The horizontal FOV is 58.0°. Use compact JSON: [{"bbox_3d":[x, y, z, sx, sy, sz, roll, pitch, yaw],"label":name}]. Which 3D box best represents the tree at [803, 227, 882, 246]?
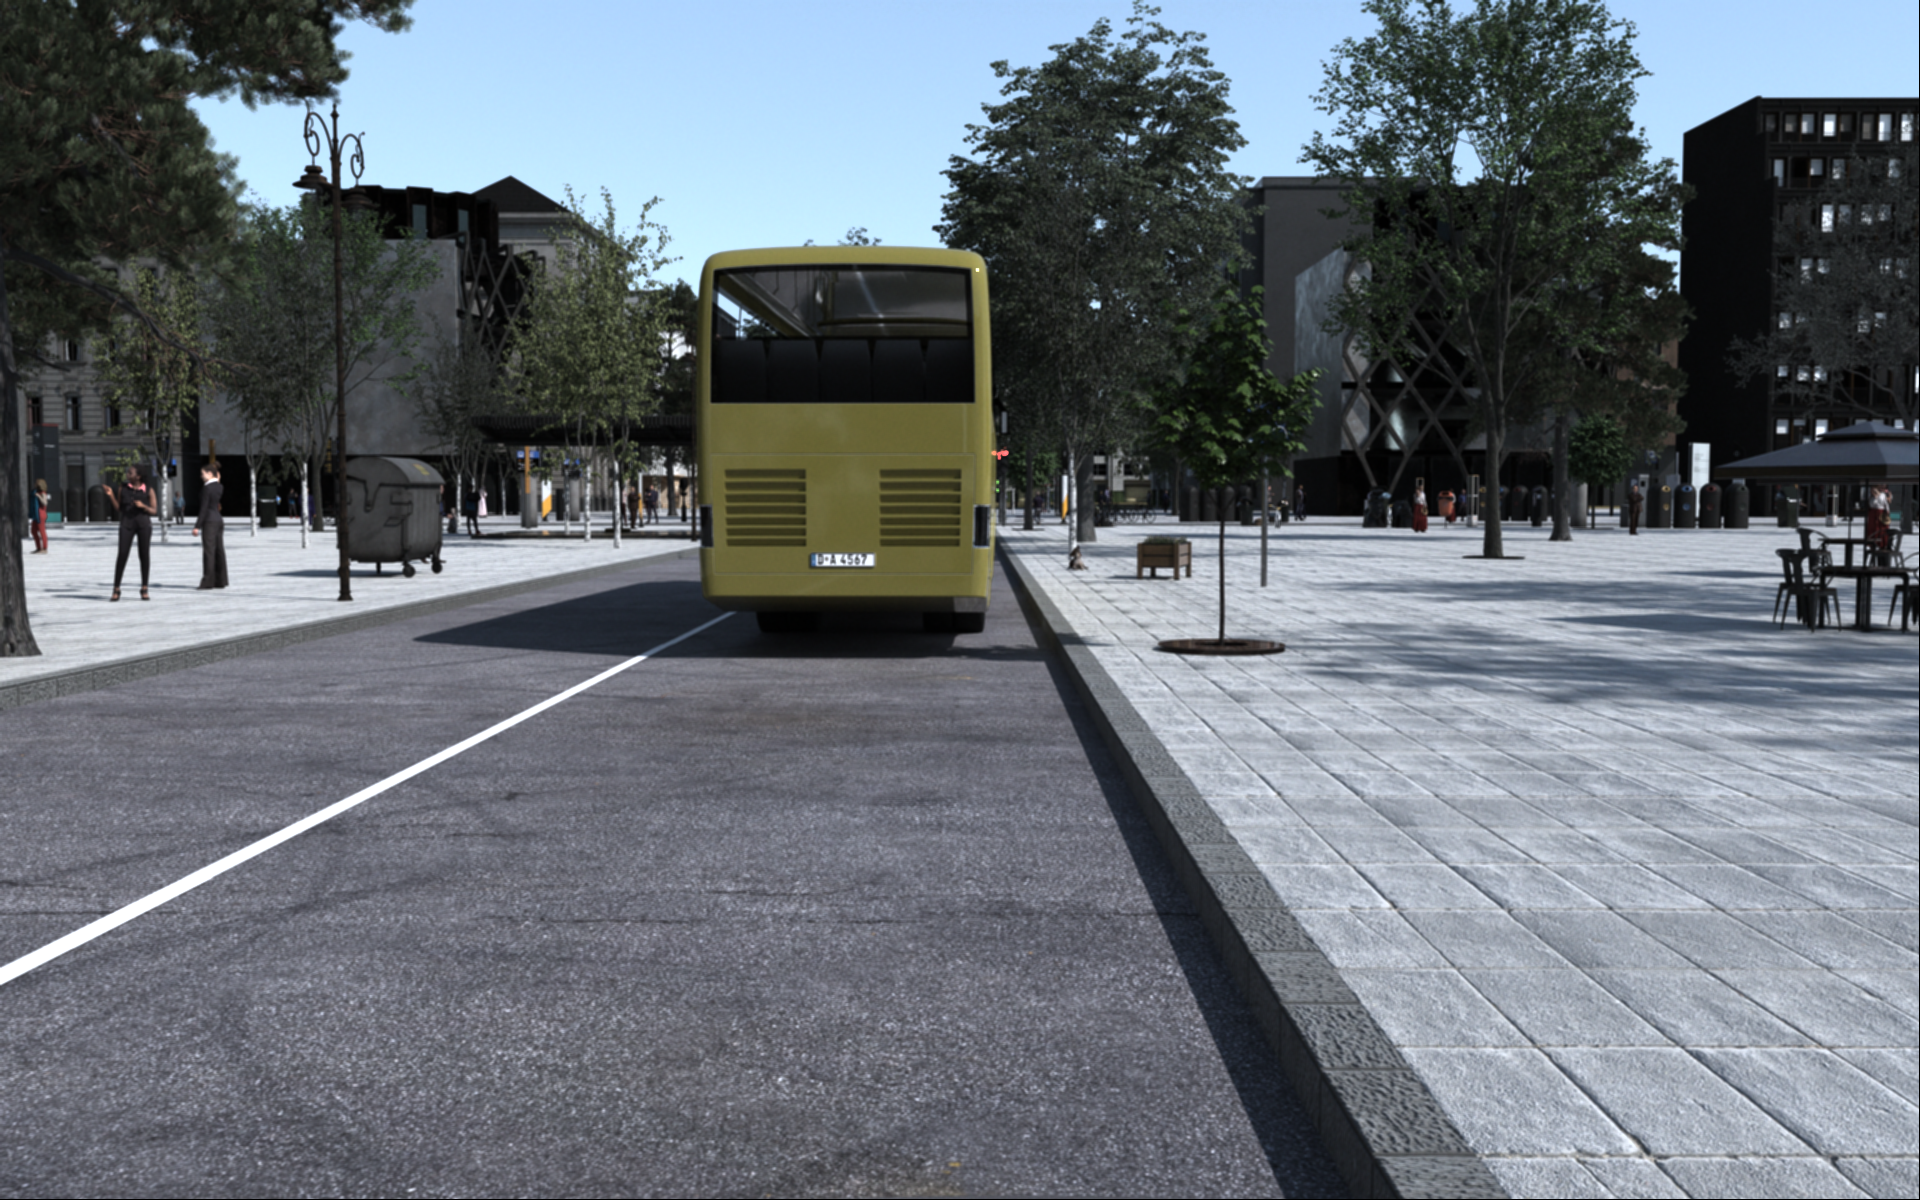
[{"bbox_3d":[-6.565,-16.208,120.885,12.611,20.169,13.585,0,3,0],"label":"tree"}]

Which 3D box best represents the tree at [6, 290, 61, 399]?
[{"bbox_3d":[-22.877,-5.530,40.771,4.360,8.622,3.978,0,3,0],"label":"tree"}]

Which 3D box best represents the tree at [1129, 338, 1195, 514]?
[{"bbox_3d":[14.482,-11.963,113.728,7.486,12.596,7.792,0,3,0],"label":"tree"}]

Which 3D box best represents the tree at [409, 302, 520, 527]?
[{"bbox_3d":[-19.442,-7.133,66.992,4.360,8.622,3.978,0,3,0],"label":"tree"}]

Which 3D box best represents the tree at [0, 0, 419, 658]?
[{"bbox_3d":[-7.633,-5.583,13.338,6.751,12.117,7.091,0,3,0],"label":"tree"}]

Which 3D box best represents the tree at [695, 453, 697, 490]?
[{"bbox_3d":[-18.872,-10.431,120.902,4.360,8.622,3.978,0,3,0],"label":"tree"}]

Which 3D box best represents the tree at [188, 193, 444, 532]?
[{"bbox_3d":[-21.723,-8.128,58.652,9.928,11.665,9.643,0,3,0],"label":"tree"}]

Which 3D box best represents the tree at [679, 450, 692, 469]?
[{"bbox_3d":[-20.527,-13.023,147.334,7.601,10.594,8.767,0,4,7],"label":"tree"}]

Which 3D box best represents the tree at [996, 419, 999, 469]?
[{"bbox_3d":[2.919,-12.907,161.398,4.737,8.622,4.395,0,3,0],"label":"tree"}]

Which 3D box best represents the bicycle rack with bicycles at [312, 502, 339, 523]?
[{"bbox_3d":[-28.282,-3.980,78.462,2.925,0.926,2.852,-1,4,-13],"label":"bicycle rack with bicycles"}]

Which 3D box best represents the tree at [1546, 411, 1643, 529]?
[{"bbox_3d":[23.282,-4.869,63.317,4.285,4.588,4.351,0,3,0],"label":"tree"}]

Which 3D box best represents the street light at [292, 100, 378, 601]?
[{"bbox_3d":[-7.403,-2.929,20.676,0.468,5.910,1.993,0,4,0],"label":"street light"}]

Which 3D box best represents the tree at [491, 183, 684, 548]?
[{"bbox_3d":[-8.271,-5.521,40.634,4.737,8.622,4.395,0,3,0],"label":"tree"}]

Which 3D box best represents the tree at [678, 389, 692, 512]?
[{"bbox_3d":[-20.274,-10.079,115.161,4.360,8.622,3.978,0,3,0],"label":"tree"}]

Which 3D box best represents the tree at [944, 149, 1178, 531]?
[{"bbox_3d":[2.552,-9.206,60.895,12.009,13.543,11.850,0,3,0],"label":"tree"}]

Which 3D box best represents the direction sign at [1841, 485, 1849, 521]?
[{"bbox_3d":[42.368,-5.553,82.788,0.876,3.537,0.379,2,4,27],"label":"direction sign"}]

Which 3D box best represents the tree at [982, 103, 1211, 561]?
[{"bbox_3d":[2.322,-5.057,33.037,4.360,8.622,3.978,0,3,0],"label":"tree"}]

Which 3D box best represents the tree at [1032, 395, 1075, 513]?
[{"bbox_3d":[6.376,-10.327,119.210,4.737,8.622,4.395,0,3,0],"label":"tree"}]

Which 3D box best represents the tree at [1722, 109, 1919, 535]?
[{"bbox_3d":[30.163,-8.823,54.629,12.009,13.543,11.850,0,3,0],"label":"tree"}]

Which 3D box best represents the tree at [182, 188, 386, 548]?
[{"bbox_3d":[-15.782,-5.534,40.847,4.360,8.622,3.978,0,3,0],"label":"tree"}]

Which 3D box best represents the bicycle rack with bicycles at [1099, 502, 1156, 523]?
[{"bbox_3d":[6.980,-3.938,77.776,2.852,0.926,2.925,-3,4,-37],"label":"bicycle rack with bicycles"}]

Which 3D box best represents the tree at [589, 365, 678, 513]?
[{"bbox_3d":[-17.952,-8.666,92.054,4.360,8.622,3.978,0,3,0],"label":"tree"}]

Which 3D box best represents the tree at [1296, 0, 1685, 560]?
[{"bbox_3d":[10.563,-6.633,34.208,9.928,11.665,9.643,0,3,0],"label":"tree"}]

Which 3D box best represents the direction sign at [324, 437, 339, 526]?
[{"bbox_3d":[-24.802,-4.692,68.718,0.876,3.537,0.379,0,4,6],"label":"direction sign"}]

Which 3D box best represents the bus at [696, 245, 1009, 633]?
[{"bbox_3d":[-0.843,-1.787,20.762,2.896,3.916,12.252,0,4,1],"label":"bus"}]

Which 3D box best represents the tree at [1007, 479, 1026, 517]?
[{"bbox_3d":[3.437,-6.167,95.431,1.663,3.219,1.824,0,3,0],"label":"tree"}]

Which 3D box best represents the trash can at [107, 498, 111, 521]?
[{"bbox_3d":[-40.199,-4.290,81.795,0.748,1.137,0.748,0,3,0],"label":"trash can"}]

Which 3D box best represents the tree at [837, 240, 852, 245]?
[{"bbox_3d":[-7.397,-11.103,88.191,9.857,13.997,8.962,0,3,0],"label":"tree"}]

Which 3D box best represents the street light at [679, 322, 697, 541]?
[{"bbox_3d":[-7.207,-4.525,46.766,0.468,5.910,1.993,0,4,0],"label":"street light"}]

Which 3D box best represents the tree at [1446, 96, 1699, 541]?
[{"bbox_3d":[16.502,-7.660,47.304,6.751,12.117,7.091,0,3,0],"label":"tree"}]

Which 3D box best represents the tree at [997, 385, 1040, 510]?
[{"bbox_3d":[4.838,-17.245,137.851,12.611,20.169,13.585,0,3,0],"label":"tree"}]

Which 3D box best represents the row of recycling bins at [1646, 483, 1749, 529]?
[{"bbox_3d":[27.522,-3.521,64.684,3.534,1.692,1.069,1,4,13],"label":"row of recycling bins"}]

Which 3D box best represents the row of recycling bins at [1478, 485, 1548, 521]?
[{"bbox_3d":[26.082,-4.593,82.209,3.534,1.692,1.069,2,4,31],"label":"row of recycling bins"}]

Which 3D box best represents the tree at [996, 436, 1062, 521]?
[{"bbox_3d":[3.377,-6.062,82.827,4.285,4.588,4.351,0,3,0],"label":"tree"}]

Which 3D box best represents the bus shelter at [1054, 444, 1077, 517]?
[{"bbox_3d":[6.364,-7.493,100.137,2.179,5.291,8.768,0,4,0],"label":"bus shelter"}]

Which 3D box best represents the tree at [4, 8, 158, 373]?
[{"bbox_3d":[-18.481,-7.591,31.533,7.806,13.903,7.818,0,3,0],"label":"tree"}]

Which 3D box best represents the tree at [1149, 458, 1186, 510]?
[{"bbox_3d":[17.288,-11.735,142.233,4.737,8.622,4.395,0,3,0],"label":"tree"}]

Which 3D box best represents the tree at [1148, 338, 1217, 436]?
[{"bbox_3d":[12.580,-9.397,88.056,7.601,10.594,8.767,1,4,8],"label":"tree"}]

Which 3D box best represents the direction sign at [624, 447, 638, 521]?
[{"bbox_3d":[-15.887,-5.602,83.596,0.876,3.537,0.379,2,4,32],"label":"direction sign"}]

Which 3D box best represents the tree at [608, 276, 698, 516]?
[{"bbox_3d":[-17.025,-11.802,100.382,7.806,13.903,7.818,0,3,0],"label":"tree"}]

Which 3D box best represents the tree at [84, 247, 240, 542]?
[{"bbox_3d":[-21.377,-5.869,46.316,4.737,8.622,4.395,0,3,0],"label":"tree"}]

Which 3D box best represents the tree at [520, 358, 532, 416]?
[{"bbox_3d":[-23.010,-8.049,81.960,4.360,8.622,3.978,0,3,0],"label":"tree"}]

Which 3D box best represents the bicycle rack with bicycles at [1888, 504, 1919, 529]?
[{"bbox_3d":[35.636,-3.097,64.011,2.852,0.926,2.925,1,4,16],"label":"bicycle rack with bicycles"}]

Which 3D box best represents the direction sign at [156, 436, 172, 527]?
[{"bbox_3d":[-31.264,-4.655,68.102,0.876,3.537,0.379,2,4,28],"label":"direction sign"}]

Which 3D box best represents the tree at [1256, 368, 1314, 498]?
[{"bbox_3d":[18.969,-9.256,101.699,4.737,8.622,4.395,0,3,0],"label":"tree"}]

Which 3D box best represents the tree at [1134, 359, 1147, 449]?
[{"bbox_3d":[12.716,-10.696,100.628,9.928,11.665,9.643,0,3,0],"label":"tree"}]

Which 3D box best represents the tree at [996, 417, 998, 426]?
[{"bbox_3d":[3.191,-15.175,182.521,8.767,10.594,7.601,0,4,-5],"label":"tree"}]

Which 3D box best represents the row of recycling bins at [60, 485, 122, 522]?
[{"bbox_3d":[-39.672,-4.382,78.759,3.534,1.692,1.069,-1,4,-22],"label":"row of recycling bins"}]

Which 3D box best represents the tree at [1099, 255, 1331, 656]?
[{"bbox_3d":[2.248,-1.190,14.056,1.663,3.219,1.824,0,3,0],"label":"tree"}]

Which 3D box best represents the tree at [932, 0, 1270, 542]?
[{"bbox_3d":[3.258,-8.534,46.184,9.857,13.997,8.962,0,3,0],"label":"tree"}]
